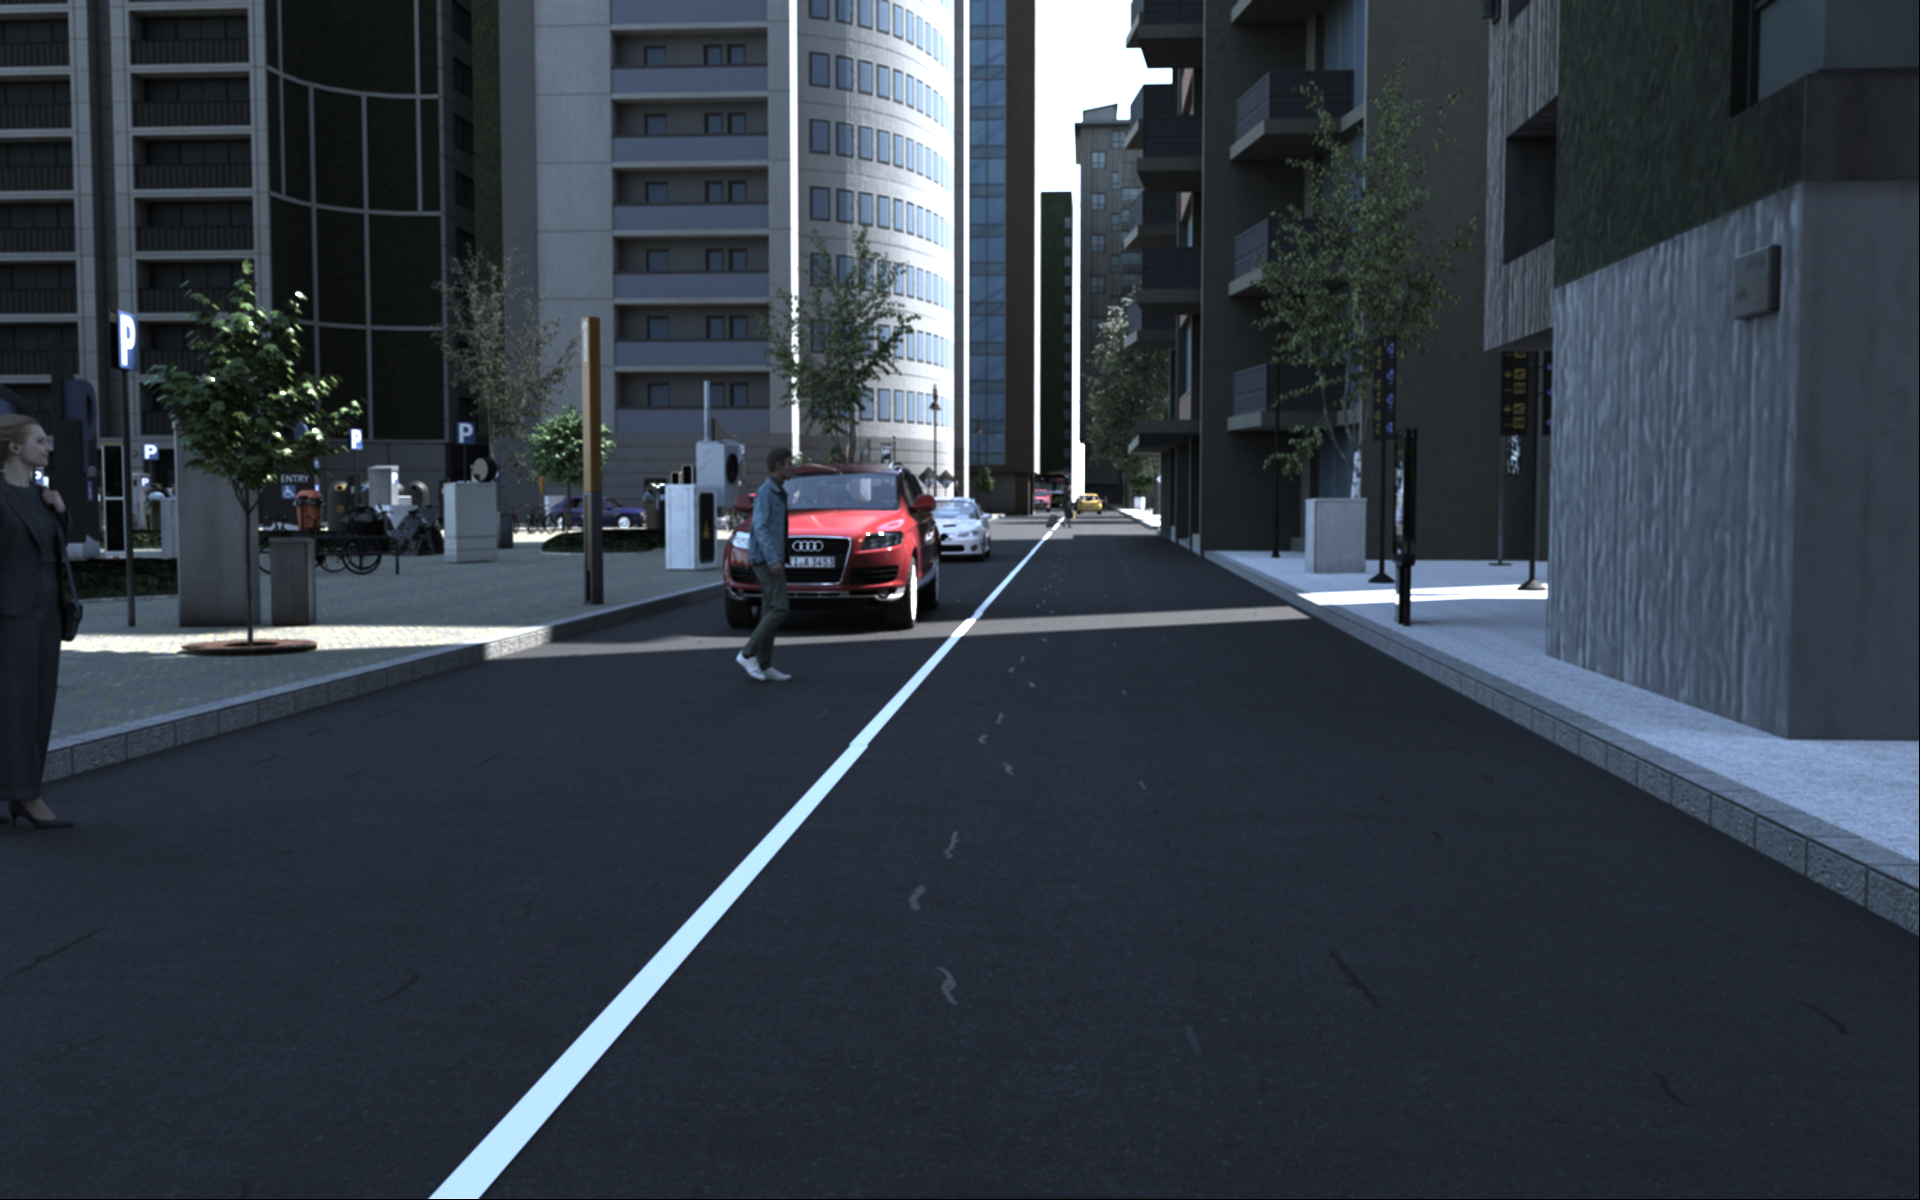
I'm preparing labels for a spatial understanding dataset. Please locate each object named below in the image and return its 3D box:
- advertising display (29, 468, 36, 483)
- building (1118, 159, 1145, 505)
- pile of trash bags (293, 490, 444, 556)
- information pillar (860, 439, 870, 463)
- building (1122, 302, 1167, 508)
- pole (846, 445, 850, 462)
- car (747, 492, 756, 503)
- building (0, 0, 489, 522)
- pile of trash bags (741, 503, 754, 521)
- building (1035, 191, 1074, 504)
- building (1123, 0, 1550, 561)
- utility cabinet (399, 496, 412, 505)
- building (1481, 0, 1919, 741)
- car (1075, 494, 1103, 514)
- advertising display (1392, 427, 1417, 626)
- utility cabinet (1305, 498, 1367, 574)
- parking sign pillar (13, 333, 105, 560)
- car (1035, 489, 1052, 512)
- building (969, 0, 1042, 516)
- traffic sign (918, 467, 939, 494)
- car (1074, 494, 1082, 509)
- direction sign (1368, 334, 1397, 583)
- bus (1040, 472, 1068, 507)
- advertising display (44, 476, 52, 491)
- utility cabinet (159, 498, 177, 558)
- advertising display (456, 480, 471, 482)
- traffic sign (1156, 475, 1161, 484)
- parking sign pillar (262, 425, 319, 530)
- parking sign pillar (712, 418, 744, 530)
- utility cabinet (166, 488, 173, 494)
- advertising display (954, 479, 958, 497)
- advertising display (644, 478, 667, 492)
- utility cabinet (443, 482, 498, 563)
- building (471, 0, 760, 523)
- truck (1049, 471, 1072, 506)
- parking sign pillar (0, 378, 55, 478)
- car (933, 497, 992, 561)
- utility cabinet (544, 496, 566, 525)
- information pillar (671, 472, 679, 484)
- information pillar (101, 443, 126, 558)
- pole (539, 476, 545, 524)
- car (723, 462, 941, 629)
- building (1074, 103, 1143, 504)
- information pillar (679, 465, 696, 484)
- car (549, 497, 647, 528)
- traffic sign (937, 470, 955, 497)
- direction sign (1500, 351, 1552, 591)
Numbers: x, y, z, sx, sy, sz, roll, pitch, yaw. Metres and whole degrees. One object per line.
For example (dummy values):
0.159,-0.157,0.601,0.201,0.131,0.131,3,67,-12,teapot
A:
-17.009,-1.606,31.480,0.123,1.923,0.974,-1,4,-10,advertising display
26.649,-32.428,213.793,14.154,41.232,14.086,0,4,4,building
-12.690,-1.671,37.081,3.447,1.369,1.912,1,4,13,pile of trash bags
-3.997,-5.011,73.283,0.504,3.616,0.183,3,4,36,information pillar
30.025,-19.762,168.144,27.650,21.520,28.899,0,4,4,building
-4.632,-4.791,72.173,0.158,3.312,0.155,0,3,0,pole
-6.816,-3.564,67.312,4.494,1.783,2.155,0,4,3,car
-34.419,-39.439,83.076,20.611,71.187,20.563,0,4,4,building
-5.224,-2.593,52.156,1.912,1.369,3.447,-3,5,-40,pile of trash bags
8.414,-33.797,236.171,14.086,41.232,14.154,0,4,4,building
15.629,-23.903,45.441,22.147,44.769,28.867,0,4,4,building
-17.419,-2.578,53.316,1.020,1.237,0.306,-2,4,-24,utility cabinet
11.815,-14.846,14.440,14.160,30.474,14.107,0,4,4,building
9.266,-6.977,124.296,2.015,1.641,3.980,0,4,3,car
4.405,-0.732,17.185,0.123,1.923,0.974,1,4,8,advertising display
6.105,-1.040,28.165,1.020,1.237,0.306,-2,4,-25,utility cabinet
-15.218,-2.529,29.814,1.447,3.967,1.447,-1,4,-15,parking sign pillar
6.224,-7.948,138.628,2.281,1.827,5.304,0,4,2,car
-1.564,-28.662,118.729,14.600,45.320,14.200,0,4,4,building
-1.159,-3.678,63.785,0.795,2.450,0.064,0,4,4,traffic sign
11.896,-9.554,165.990,2.009,1.686,4.222,0,4,4,car
6.119,-2.020,25.029,0.379,3.537,0.876,0,4,-5,direction sign
10.771,-12.468,195.402,2.896,3.916,12.252,0,4,5,bus
-33.153,-3.518,62.740,0.974,1.923,0.123,3,4,38,advertising display
-13.780,-1.212,30.984,0.306,1.237,1.020,1,4,23,utility cabinet
-23.067,-4.615,80.661,0.974,1.923,0.123,2,4,31,advertising display
8.435,-4.125,71.081,0.795,2.450,0.064,0,4,4,traffic sign
-16.885,-3.376,43.670,1.447,3.967,1.447,0,4,-4,parking sign pillar
-8.339,-4.512,62.241,1.447,3.967,1.447,2,4,31,parking sign pillar
-29.619,-3.392,64.138,1.173,1.500,0.318,-1,4,-17,utility cabinet
-0.189,-4.378,76.800,0.123,1.923,0.974,0,4,3,advertising display
-12.611,-4.074,71.830,0.974,1.923,0.123,-3,4,-37,advertising display
-9.188,-1.457,32.493,0.318,1.500,1.173,1,4,23,utility cabinet
-10.939,-33.503,89.773,21.231,58.520,28.212,0,4,4,building
12.107,-13.501,209.653,2.839,4.237,11.283,0,4,6,truck
-19.238,-2.817,34.523,1.447,3.967,1.447,0,4,1,parking sign pillar
-0.303,-1.598,38.484,2.083,1.381,4.827,0,4,3,car
-17.023,-3.770,72.793,0.306,1.237,1.020,2,4,28,utility cabinet
-9.444,-3.258,57.757,0.304,2.012,0.304,0,4,6,information pillar
-12.291,-1.269,25.232,0.304,2.012,0.304,-1,4,-17,information pillar
-17.728,-4.864,73.369,0.158,3.312,0.155,0,3,0,pole
-1.373,-0.705,20.200,2.281,1.827,5.304,0,4,4,car
29.654,-39.882,241.305,27.495,52.752,28.713,0,4,4,building
-6.768,-2.378,43.373,0.304,2.012,0.304,1,4,11,information pillar
-14.431,-3.490,69.641,3.894,1.354,1.945,0,4,6,car
-0.585,-4.166,71.749,0.795,2.450,0.064,0,4,4,traffic sign
7.639,-1.898,23.035,0.876,3.537,0.379,1,4,17,direction sign
